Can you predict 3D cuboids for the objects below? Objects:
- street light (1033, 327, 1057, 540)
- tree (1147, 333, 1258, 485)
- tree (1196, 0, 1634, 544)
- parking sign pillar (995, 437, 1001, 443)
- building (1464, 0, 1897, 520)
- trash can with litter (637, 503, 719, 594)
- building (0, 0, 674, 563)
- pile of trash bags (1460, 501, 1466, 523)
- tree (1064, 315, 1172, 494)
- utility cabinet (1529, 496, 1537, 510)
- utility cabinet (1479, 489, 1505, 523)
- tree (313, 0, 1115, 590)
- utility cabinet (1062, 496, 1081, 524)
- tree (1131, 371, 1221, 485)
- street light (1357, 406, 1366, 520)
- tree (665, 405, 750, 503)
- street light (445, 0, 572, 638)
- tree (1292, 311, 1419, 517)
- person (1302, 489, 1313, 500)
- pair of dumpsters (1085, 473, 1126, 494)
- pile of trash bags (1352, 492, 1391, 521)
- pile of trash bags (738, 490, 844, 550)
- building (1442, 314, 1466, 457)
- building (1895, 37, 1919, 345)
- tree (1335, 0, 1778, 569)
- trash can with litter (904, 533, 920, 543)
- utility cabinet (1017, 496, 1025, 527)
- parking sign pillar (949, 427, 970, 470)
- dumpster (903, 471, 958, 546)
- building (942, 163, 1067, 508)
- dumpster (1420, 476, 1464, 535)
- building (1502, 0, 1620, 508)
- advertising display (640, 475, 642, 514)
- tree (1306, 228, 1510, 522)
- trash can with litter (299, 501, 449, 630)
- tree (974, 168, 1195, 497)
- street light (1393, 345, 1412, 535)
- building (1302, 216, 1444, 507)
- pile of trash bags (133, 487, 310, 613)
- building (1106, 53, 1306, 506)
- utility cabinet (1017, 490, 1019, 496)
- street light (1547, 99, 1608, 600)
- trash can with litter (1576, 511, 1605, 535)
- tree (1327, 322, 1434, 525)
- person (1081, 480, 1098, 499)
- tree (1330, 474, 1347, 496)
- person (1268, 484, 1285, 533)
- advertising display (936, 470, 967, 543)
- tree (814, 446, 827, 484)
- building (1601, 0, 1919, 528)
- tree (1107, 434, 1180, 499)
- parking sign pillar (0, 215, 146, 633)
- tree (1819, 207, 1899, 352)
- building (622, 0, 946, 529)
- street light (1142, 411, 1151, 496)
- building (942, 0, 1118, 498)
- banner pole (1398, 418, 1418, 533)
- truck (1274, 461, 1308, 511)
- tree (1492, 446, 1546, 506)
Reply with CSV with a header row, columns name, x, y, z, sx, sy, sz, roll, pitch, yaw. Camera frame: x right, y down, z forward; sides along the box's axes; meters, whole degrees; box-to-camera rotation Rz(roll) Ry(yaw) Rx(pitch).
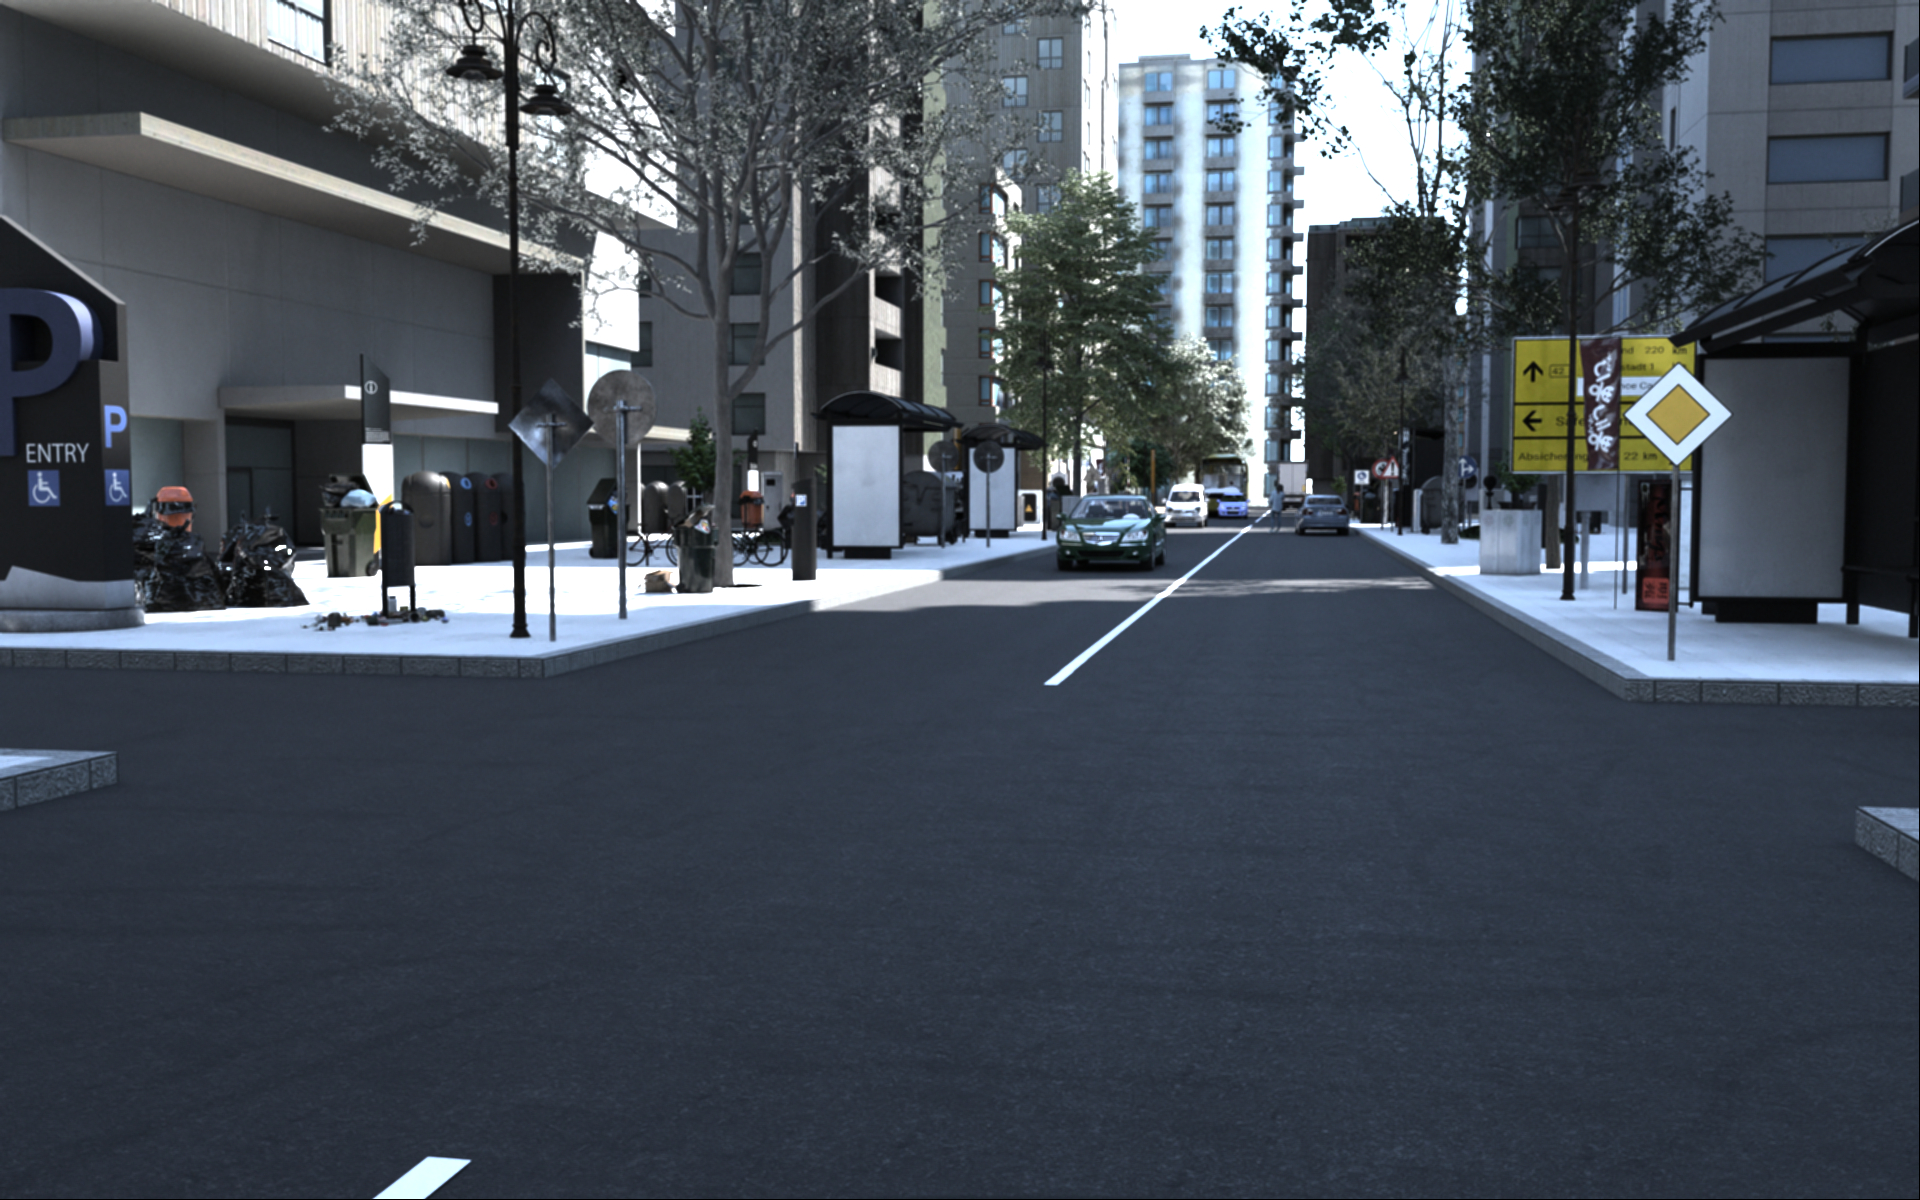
name,x,y,z,sx,sy,sz,roll,pitch,yaw
street light,2.351,-4.611,48.172,0.468,5.910,1.993,1,4,11
tree,18.777,-14.029,136.034,9.857,13.997,8.962,0,3,0
tree,11.261,-11.489,43.728,12.611,20.169,13.585,0,3,0
parking sign pillar,1.050,-5.090,71.686,1.447,3.967,1.447,-2,4,-30
building,43.779,-34.820,111.304,21.231,58.520,28.212,1,4,11
trash can with litter,-3.662,-0.675,22.424,1.055,1.170,0.624,1,4,11
building,-23.034,-27.507,38.984,28.713,52.752,27.495,1,4,11
pile of trash bags,21.768,-4.155,77.692,1.912,1.369,3.447,0,4,-3
tree,6.052,-7.237,68.694,4.737,8.622,4.395,0,3,0
utility cabinet,19.724,-2.902,58.609,1.020,1.237,0.306,-2,4,-29
utility cabinet,23.314,-4.113,75.924,1.173,1.500,0.318,-2,4,-25
tree,-3.142,-6.918,23.479,12.009,13.543,11.850,0,3,0
utility cabinet,3.760,-2.881,58.263,0.306,1.237,1.020,2,4,27
tree,15.083,-11.446,121.555,7.601,10.594,8.767,1,4,21
street light,20.008,-6.963,86.633,0.468,5.910,1.993,1,4,11
tree,-5.715,-2.648,37.897,1.663,3.219,1.824,0,3,0
street light,-3.945,-2.603,15.355,0.468,5.910,1.993,1,4,11
tree,22.409,-10.539,98.069,9.928,11.665,9.643,0,3,0
person,27.727,-7.882,137.377,1.348,1.824,0.705,2,4,30
pair of dumpsters,6.568,-4.647,78.469,1.574,2.255,4.437,1,4,11
pile of trash bags,19.949,-4.486,83.098,1.912,1.369,3.447,-2,4,-23
pile of trash bags,-3.799,-1.924,41.213,3.447,1.369,1.912,2,4,27
building,65.665,-20.785,184.874,28.899,21.520,27.650,1,4,11
building,23.877,-22.903,24.571,14.200,45.320,14.600,1,4,11
tree,9.850,-5.806,29.337,7.601,10.594,8.767,-1,4,-16
trash can with litter,-1.570,-2.077,45.352,1.055,1.170,0.624,1,4,9
utility cabinet,2.078,-3.456,67.665,0.306,1.237,1.020,-3,5,-41
parking sign pillar,-0.210,-4.981,69.908,1.447,3.967,1.447,1,4,13
dumpster,-0.830,-2.302,43.395,1.264,1.857,1.865,1,4,11
building,-8.985,-16.047,107.416,27.650,21.520,28.899,1,4,11
dumpster,15.396,-3.029,55.284,1.264,1.857,1.865,1,4,11
building,35.955,-19.563,91.556,14.160,30.474,14.107,1,4,11
advertising display,-10.565,-3.030,54.755,0.974,1.923,0.123,-1,4,-9
tree,19.501,-10.294,78.671,12.009,13.543,11.850,0,3,0
trash can with litter,-5.933,-0.383,17.314,1.678,1.210,2.233,1,4,15
tree,4.287,-8.701,60.396,7.486,12.596,7.792,0,3,0
street light,13.719,-4.956,53.815,0.468,5.910,1.993,1,4,11
building,43.462,-25.154,182.974,14.107,30.474,14.160,1,4,11
pile of trash bags,-8.999,-0.650,20.387,1.912,1.369,3.447,-2,4,-35
building,22.491,-34.970,191.359,30.456,49.044,23.786,1,4,11
utility cabinet,2.742,-4.842,87.840,1.173,1.500,0.318,3,4,37
street light,7.365,-2.938,20.816,0.468,5.910,1.993,1,4,11
trash can with litter,19.664,-2.728,55.667,2.233,1.210,1.678,1,4,12
tree,17.334,-7.394,71.256,4.360,8.622,3.978,0,3,0
person,3.046,-1.778,38.240,0.731,1.740,0.598,-1,4,-16
tree,35.724,-10.260,162.359,1.663,3.219,1.824,0,3,0
person,11.700,-3.382,64.054,0.793,1.790,0.793,-3,5,-41
advertising display,-0.239,-2.499,46.080,0.974,1.923,0.123,3,4,37
tree,-3.818,-3.920,58.699,1.663,3.219,1.824,0,3,0
building,35.934,-31.931,64.078,21.231,58.520,28.212,1,4,11
tree,10.371,-6.797,94.843,4.285,4.588,4.351,0,3,0
parking sign pillar,-8.643,-1.718,16.565,1.447,3.967,1.447,1,4,12
tree,23.928,-5.746,44.306,4.360,8.622,3.978,0,3,0
building,-8.778,-18.202,69.312,14.160,30.474,14.107,1,4,11
street light,8.659,-6.618,80.987,0.468,5.910,1.993,1,4,11
building,-1.054,-34.021,145.486,27.495,52.752,28.713,1,4,11
banner pole,14.813,-4.116,57.308,0.863,3.779,0.401,-2,4,-27
truck,28.879,-9.911,150.960,2.839,4.237,11.283,1,4,10
tree,20.775,-4.267,64.365,1.663,3.219,1.824,0,3,0
